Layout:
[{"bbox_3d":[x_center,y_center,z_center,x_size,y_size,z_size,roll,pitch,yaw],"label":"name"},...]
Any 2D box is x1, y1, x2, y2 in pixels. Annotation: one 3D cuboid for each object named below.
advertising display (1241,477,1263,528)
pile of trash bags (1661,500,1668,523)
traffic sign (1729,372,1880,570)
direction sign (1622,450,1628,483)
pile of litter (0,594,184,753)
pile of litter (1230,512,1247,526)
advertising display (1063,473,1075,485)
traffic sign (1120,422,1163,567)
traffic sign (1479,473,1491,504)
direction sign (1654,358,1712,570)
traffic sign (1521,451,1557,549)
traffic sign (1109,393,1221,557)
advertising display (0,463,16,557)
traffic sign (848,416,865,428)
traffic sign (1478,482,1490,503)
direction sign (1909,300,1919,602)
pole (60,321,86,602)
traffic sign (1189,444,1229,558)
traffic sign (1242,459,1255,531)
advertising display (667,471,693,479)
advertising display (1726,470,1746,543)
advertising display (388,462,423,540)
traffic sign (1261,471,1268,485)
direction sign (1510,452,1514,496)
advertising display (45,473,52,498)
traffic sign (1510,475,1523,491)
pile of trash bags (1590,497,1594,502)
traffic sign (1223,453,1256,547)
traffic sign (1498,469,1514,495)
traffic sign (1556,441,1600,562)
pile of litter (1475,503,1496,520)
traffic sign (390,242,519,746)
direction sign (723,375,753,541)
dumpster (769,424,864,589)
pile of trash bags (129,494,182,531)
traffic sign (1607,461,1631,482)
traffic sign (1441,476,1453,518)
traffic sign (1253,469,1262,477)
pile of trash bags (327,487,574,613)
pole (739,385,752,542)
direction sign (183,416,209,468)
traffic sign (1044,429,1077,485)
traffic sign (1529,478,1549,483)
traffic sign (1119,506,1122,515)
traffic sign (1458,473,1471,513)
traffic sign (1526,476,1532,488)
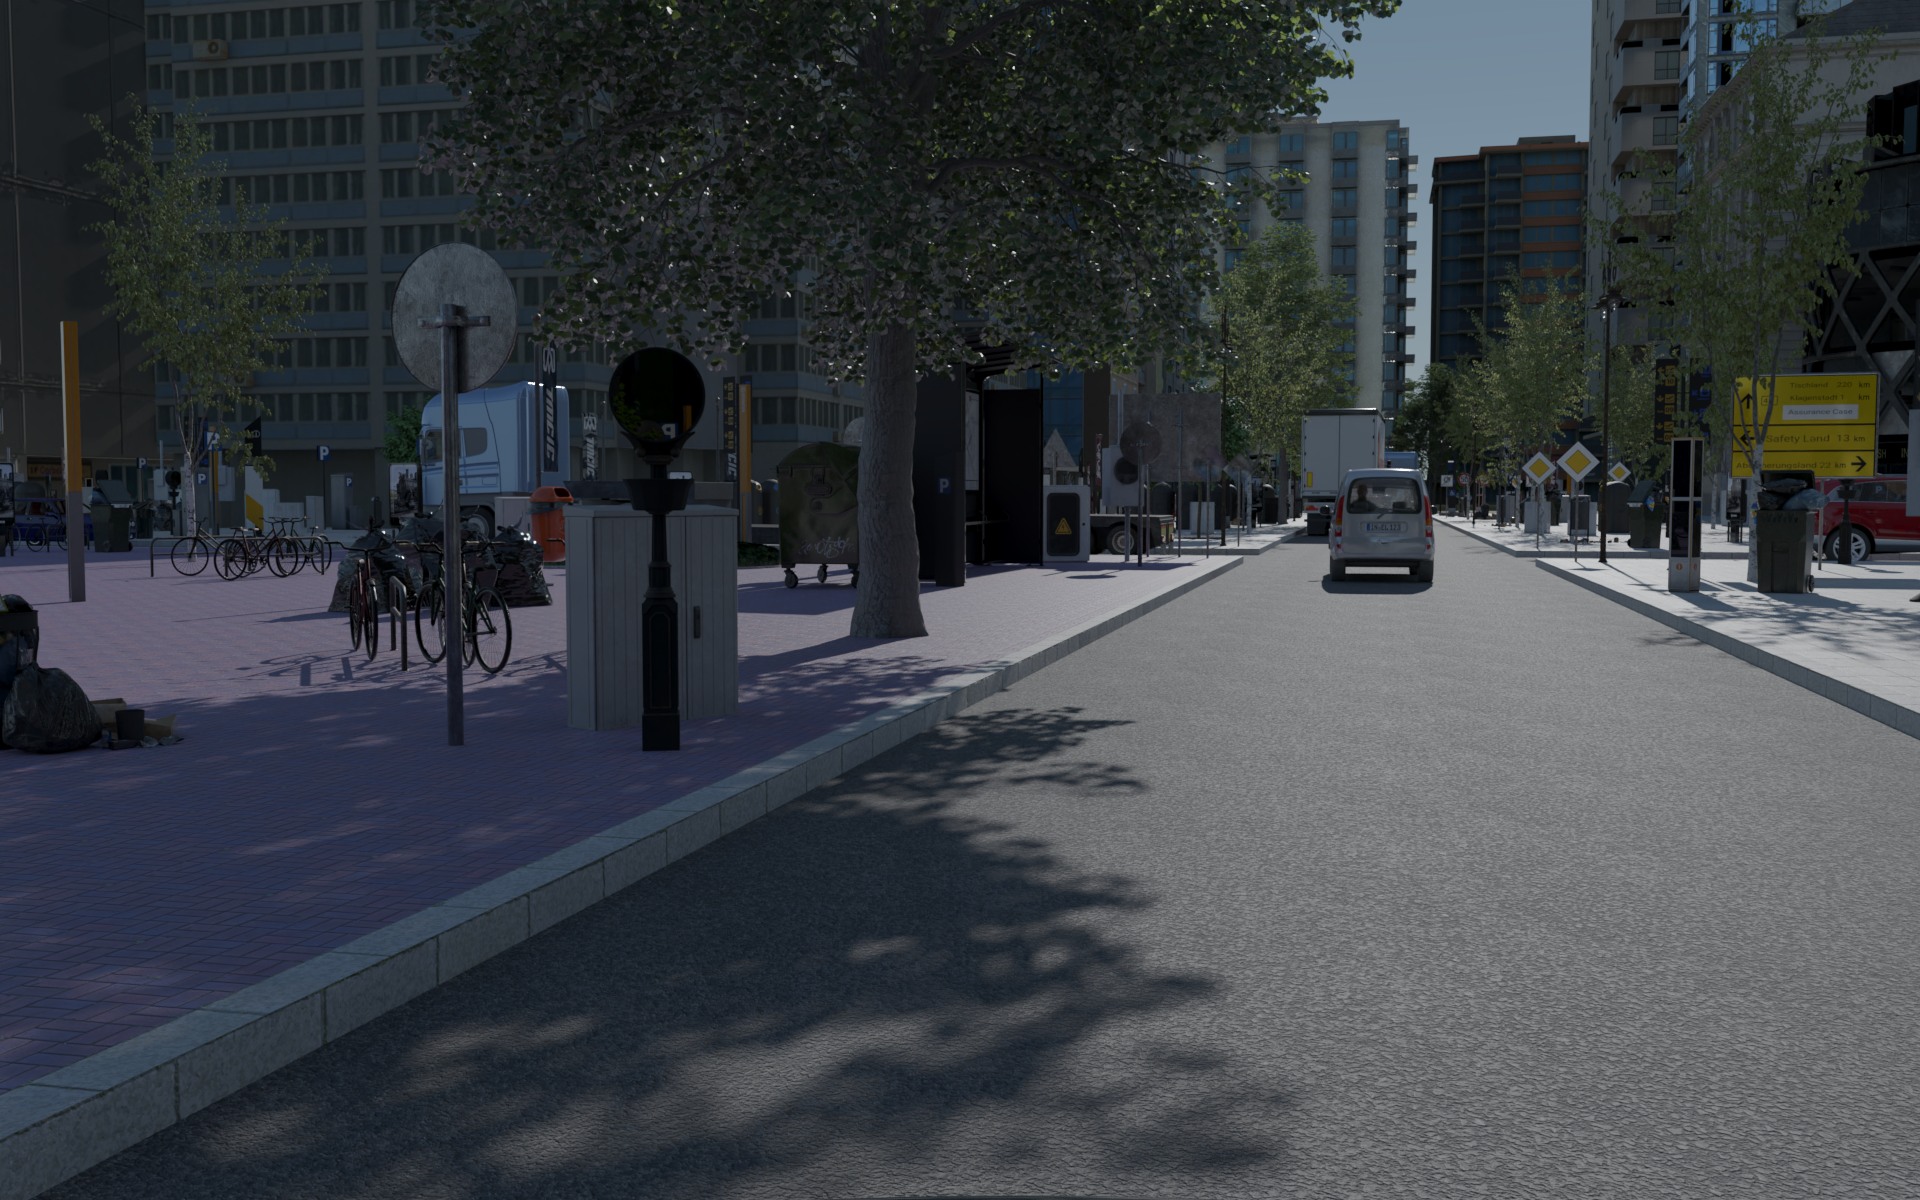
[{"bbox_3d":[11.070,-3.698,65.682,0.974,1.923,0.123,-2,4,-30],"label":"advertising display"},{"bbox_3d":[31.290,-4.165,77.857,3.447,1.369,1.912,2,4,30],"label":"pile of trash bags"},{"bbox_3d":[14.193,-2.161,29.201,2.265,3.308,0.079,1,4,17],"label":"traffic sign"},{"bbox_3d":[33.825,-5.884,88.192,0.379,3.537,0.876,3,4,39],"label":"direction sign"},{"bbox_3d":[-4.887,0.302,9.021,1.719,0.858,1.176,2,4,27],"label":"pile of litter"},{"bbox_3d":[11.494,-3.478,70.830,1.176,0.858,1.719,2,4,29],"label":"pile of litter"},{"bbox_3d":[3.390,-2.974,53.845,0.123,1.923,0.974,1,4,20],"label":"advertising display"},{"bbox_3d":[3.184,-1.865,30.591,0.768,2.556,0.104,1,4,16],"label":"traffic sign"},{"bbox_3d":[32.384,-6.531,106.883,0.768,2.556,0.104,1,4,21],"label":"traffic sign"},{"bbox_3d":[12.066,-2.261,28.971,0.876,3.537,0.379,1,4,18],"label":"direction sign"},{"bbox_3d":[13.548,-2.259,40.570,0.795,2.450,0.064,1,4,13],"label":"traffic sign"},{"bbox_3d":[4.135,-2.521,35.097,2.265,3.308,0.079,1,4,15],"label":"traffic sign"},{"bbox_3d":[-19.643,-1.839,35.278,0.123,1.923,0.974,1,4,10],"label":"advertising display"},{"bbox_3d":[-1.587,-1.729,28.380,0.768,2.556,0.104,1,4,22],"label":"traffic sign"},{"bbox_3d":[33.630,-6.809,111.335,0.884,2.594,0.081,1,4,20],"label":"traffic sign"},{"bbox_3d":[11.504,-1.743,20.492,0.876,3.537,0.379,-2,4,-34],"label":"direction sign"},{"bbox_3d":[-10.533,-1.635,20.568,0.158,3.312,0.155,0,3,0],"label":"pole"},{"bbox_3d":[4.935,-1.884,34.440,0.795,2.450,0.064,1,4,13],"label":"traffic sign"},{"bbox_3d":[9.761,-3.638,59.588,0.768,2.556,0.104,1,4,15],"label":"traffic sign"},{"bbox_3d":[-7.798,-2.627,48.161,0.123,1.923,0.974,2,4,33],"label":"advertising display"},{"bbox_3d":[20.504,-2.482,45.788,0.123,1.923,0.974,0,4,3],"label":"advertising display"},{"bbox_3d":[-11.398,-1.860,35.630,0.974,1.923,0.123,3,4,36],"label":"advertising display"},{"bbox_3d":[16.883,-5.931,97.081,0.768,2.556,0.104,1,4,16],"label":"traffic sign"},{"bbox_3d":[29.460,-6.148,92.512,0.379,3.537,0.876,2,4,28],"label":"direction sign"},{"bbox_3d":[-28.007,-2.937,53.242,0.123,1.923,0.974,-2,4,-25],"label":"advertising display"},{"bbox_3d":[33.553,-6.326,104.613,0.795,2.450,0.064,1,4,20],"label":"traffic sign"},{"bbox_3d":[37.967,-6.016,108.109,3.447,1.369,1.912,2,4,32],"label":"pile of trash bags"},{"bbox_3d":[6.800,-2.359,42.205,0.795,2.450,0.064,1,4,13],"label":"traffic sign"},{"bbox_3d":[25.930,-5.030,82.339,0.768,2.556,0.104,1,4,20],"label":"traffic sign"},{"bbox_3d":[11.684,-1.784,32.805,0.795,2.450,0.064,1,4,13],"label":"traffic sign"},{"bbox_3d":[26.451,-4.446,86.661,1.719,0.858,1.176,0,4,-2],"label":"pile of litter"},{"bbox_3d":[-2.579,-0.531,8.782,0.768,2.556,0.104,1,4,20],"label":"traffic sign"},{"bbox_3d":[-4.267,-2.527,33.317,0.379,3.537,0.876,-3,5,-45],"label":"direction sign"},{"bbox_3d":[-1.676,-1.322,24.113,1.502,2.255,1.985,1,4,13],"label":"dumpster"},{"bbox_3d":[-28.642,-3.142,61.125,3.447,1.369,1.912,2,4,27],"label":"pile of trash bags"},{"bbox_3d":[23.331,-3.679,61.343,0.795,2.450,0.064,1,4,22],"label":"traffic sign"},{"bbox_3d":[26.261,-5.586,93.458,0.606,2.300,0.079,1,4,14],"label":"traffic sign"},{"bbox_3d":[14.895,-5.348,87.550,0.768,2.556,0.104,1,4,23],"label":"traffic sign"},{"bbox_3d":[-5.565,-0.633,20.100,1.912,1.369,3.447,1,4,21],"label":"pile of trash bags"},{"bbox_3d":[-4.009,-2.357,32.379,0.158,3.312,0.155,0,3,0],"label":"pole"},{"bbox_3d":[-22.360,-3.595,50.768,0.379,3.537,0.876,1,4,22],"label":"direction sign"},{"bbox_3d":[1.895,-2.119,34.649,0.884,2.594,0.081,1,4,20],"label":"traffic sign"},{"bbox_3d":[26.568,-4.863,79.508,0.884,2.594,0.081,1,4,15],"label":"traffic sign"},{"bbox_3d":[4.266,-2.808,46.023,0.768,2.556,0.104,1,4,18],"label":"traffic sign"},{"bbox_3d":[30.295,-6.358,104.064,0.768,2.556,0.104,1,4,21],"label":"traffic sign"},{"bbox_3d":[31.553,-5.717,95.595,0.606,2.300,0.079,1,4,20],"label":"traffic sign"}]
